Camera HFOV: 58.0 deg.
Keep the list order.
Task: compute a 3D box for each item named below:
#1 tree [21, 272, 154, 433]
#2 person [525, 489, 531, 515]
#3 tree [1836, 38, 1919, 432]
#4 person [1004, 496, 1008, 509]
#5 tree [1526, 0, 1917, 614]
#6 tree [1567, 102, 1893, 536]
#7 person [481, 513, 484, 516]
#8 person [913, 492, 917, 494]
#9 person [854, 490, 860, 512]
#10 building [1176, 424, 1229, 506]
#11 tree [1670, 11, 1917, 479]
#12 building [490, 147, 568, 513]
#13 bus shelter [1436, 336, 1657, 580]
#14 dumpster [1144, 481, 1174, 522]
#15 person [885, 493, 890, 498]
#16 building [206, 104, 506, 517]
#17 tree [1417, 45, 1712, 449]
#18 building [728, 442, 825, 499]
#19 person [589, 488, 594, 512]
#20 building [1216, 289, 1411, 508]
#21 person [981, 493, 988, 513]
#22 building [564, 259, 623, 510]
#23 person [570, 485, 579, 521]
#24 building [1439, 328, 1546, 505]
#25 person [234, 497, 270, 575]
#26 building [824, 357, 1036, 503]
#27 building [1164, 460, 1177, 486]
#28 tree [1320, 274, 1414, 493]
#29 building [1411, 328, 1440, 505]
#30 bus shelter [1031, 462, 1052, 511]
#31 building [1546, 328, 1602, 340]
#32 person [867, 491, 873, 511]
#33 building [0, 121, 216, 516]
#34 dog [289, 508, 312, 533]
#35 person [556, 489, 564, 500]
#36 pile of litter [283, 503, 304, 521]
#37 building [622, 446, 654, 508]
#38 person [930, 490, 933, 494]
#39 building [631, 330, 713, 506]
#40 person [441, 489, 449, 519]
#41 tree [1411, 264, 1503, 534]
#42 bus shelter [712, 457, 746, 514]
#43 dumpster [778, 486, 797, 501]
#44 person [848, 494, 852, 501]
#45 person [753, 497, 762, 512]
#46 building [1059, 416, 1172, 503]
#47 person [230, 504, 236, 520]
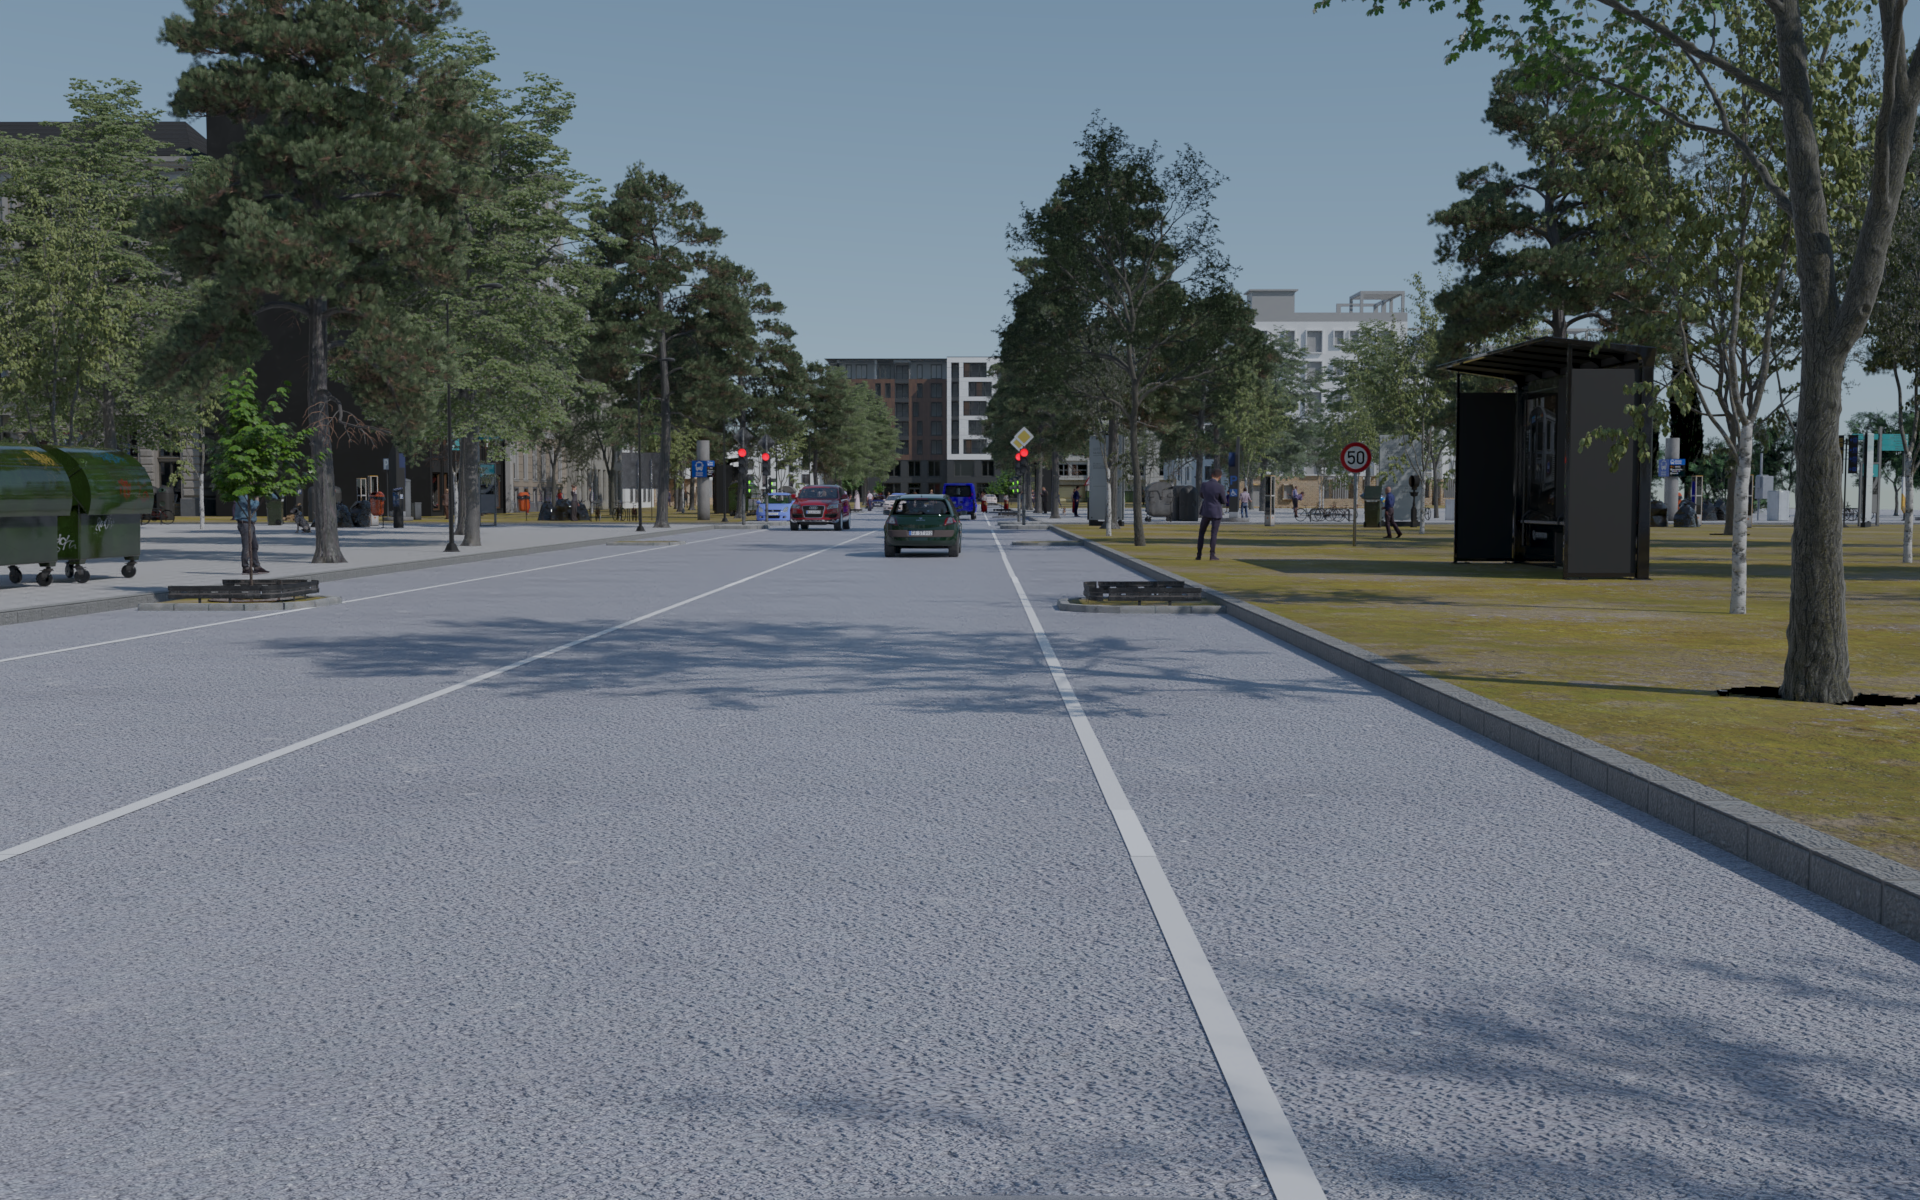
[{"bbox_3d":[-27.398,-6.358,54.309,4.360,8.622,3.978,0,3,0],"label":"tree"},{"bbox_3d":[-26.596,-6.049,106.642,0.444,1.614,0.593,0,4,5],"label":"person"},{"bbox_3d":[24.399,-8.153,40.727,7.806,13.903,7.818,0,3,0],"label":"tree"},{"bbox_3d":[3.938,-8.322,147.036,0.523,1.526,0.387,3,5,43],"label":"person"},{"bbox_3d":[8.364,-4.172,18.568,4.737,8.622,4.395,0,3,0],"label":"tree"},{"bbox_3d":[24.151,-8.768,53.725,12.009,13.543,11.850,0,3,0],"label":"tree"},{"bbox_3d":[-27.908,-5.769,101.171,0.742,1.727,0.445,-2,4,-34],"label":"person"},{"bbox_3d":[-1.964,-3.947,75.495,0.387,1.526,0.523,-2,4,-31],"label":"person"},{"bbox_3d":[-8.109,-7.736,135.656,0.621,1.740,0.551,0,4,-6],"label":"person"},{"bbox_3d":[29.356,-14.950,186.582,9.099,9.664,28.070,0,4,0],"label":"building"},{"bbox_3d":[13.119,-4.652,26.418,4.360,8.622,3.978,0,3,0],"label":"tree"},{"bbox_3d":[-36.785,-20.692,124.217,13.634,28.700,20.117,0,4,0],"label":"building"},{"bbox_3d":[9.574,-2.297,28.843,1.731,3.624,6.357,0,4,1],"label":"bus shelter"},{"bbox_3d":[9.202,-4.542,80.024,1.264,1.857,1.865,0,4,0],"label":"dumpster"},{"bbox_3d":[-6.135,-8.389,147.935,0.482,1.546,0.388,-3,5,-42],"label":"person"},{"bbox_3d":[-36.227,-16.899,105.983,12.332,23.373,15.834,0,4,0],"label":"building"},{"bbox_3d":[14.476,-7.307,41.525,6.751,12.117,7.091,0,3,0],"label":"tree"},{"bbox_3d":[-34.499,-19.592,262.470,28.070,9.664,9.099,0,4,0],"label":"building"},{"bbox_3d":[-25.888,-7.014,121.635,0.530,1.710,0.541,1,4,16],"label":"person"},{"bbox_3d":[33.271,-18.903,165.479,16.016,20.091,11.380,0,4,0],"label":"building"},{"bbox_3d":[1.844,-7.304,130.390,0.523,1.526,0.387,1,4,19],"label":"person"},{"bbox_3d":[-34.961,-17.668,143.618,10.420,20.320,16.860,0,4,0],"label":"building"},{"bbox_3d":[-18.093,-4.560,81.398,0.445,1.727,0.742,-1,4,-19],"label":"person"},{"bbox_3d":[59.902,-21.206,203.135,11.380,20.091,16.016,0,4,0],"label":"building"},{"bbox_3d":[-11.290,-1.178,27.508,0.429,1.552,0.499,0,4,3],"label":"person"},{"bbox_3d":[-4.003,-26.124,271.104,32.646,21.610,27.936,0,4,0],"label":"building"},{"bbox_3d":[32.499,-21.376,205.924,16.016,20.091,11.380,0,4,0],"label":"building"},{"bbox_3d":[14.753,-6.441,55.679,4.737,8.622,4.395,0,3,0],"label":"tree"},{"bbox_3d":[48.132,-21.223,203.420,11.380,20.091,16.016,0,4,0],"label":"building"},{"bbox_3d":[6.093,-8.329,127.460,1.731,3.624,6.357,0,4,1],"label":"bus shelter"},{"bbox_3d":[71.642,-21.247,203.813,11.380,20.091,16.016,0,4,0],"label":"building"},{"bbox_3d":[-7.599,-8.289,144.966,0.756,1.711,0.436,-3,5,-44],"label":"person"},{"bbox_3d":[-52.963,-16.831,104.072,19.941,23.489,11.050,0,4,0],"label":"building"},{"bbox_3d":[-21.679,-2.622,57.255,0.800,0.831,0.513,1,4,21],"label":"dog"},{"bbox_3d":[-27.250,-6.758,118.238,0.593,1.614,0.444,3,5,42],"label":"person"},{"bbox_3d":[-32.025,-4.229,83.112,1.176,0.858,1.719,0,4,-6],"label":"pile of litter"},{"bbox_3d":[-34.449,-13.921,169.761,9.099,9.664,28.070,0,4,0],"label":"building"},{"bbox_3d":[-2.294,-7.793,136.465,0.990,1.755,0.434,-1,4,-17],"label":"person"},{"bbox_3d":[-35.061,-21.240,203.699,11.380,20.091,16.016,0,4,0],"label":"building"},{"bbox_3d":[-26.265,-4.903,88.483,0.388,1.546,0.482,3,5,39],"label":"person"},{"bbox_3d":[15.638,-6.095,50.012,4.737,8.622,4.395,0,3,0],"label":"tree"},{"bbox_3d":[-14.962,-7.493,113.794,1.731,3.624,6.357,0,4,0],"label":"bus shelter"},{"bbox_3d":[-12.256,-7.149,122.645,1.264,1.857,1.865,0,4,1],"label":"dumpster"},{"bbox_3d":[-7.636,-6.451,117.206,0.697,1.427,0.421,2,4,27],"label":"person"},{"bbox_3d":[-12.872,-6.318,109.898,0.434,1.755,0.990,2,4,35],"label":"person"},{"bbox_3d":[28.013,-24.393,265.284,31.486,18.905,16.747,0,4,0],"label":"building"},{"bbox_3d":[-35.281,-4.771,84.500,0.683,1.767,0.568,-3,5,-43],"label":"person"}]
